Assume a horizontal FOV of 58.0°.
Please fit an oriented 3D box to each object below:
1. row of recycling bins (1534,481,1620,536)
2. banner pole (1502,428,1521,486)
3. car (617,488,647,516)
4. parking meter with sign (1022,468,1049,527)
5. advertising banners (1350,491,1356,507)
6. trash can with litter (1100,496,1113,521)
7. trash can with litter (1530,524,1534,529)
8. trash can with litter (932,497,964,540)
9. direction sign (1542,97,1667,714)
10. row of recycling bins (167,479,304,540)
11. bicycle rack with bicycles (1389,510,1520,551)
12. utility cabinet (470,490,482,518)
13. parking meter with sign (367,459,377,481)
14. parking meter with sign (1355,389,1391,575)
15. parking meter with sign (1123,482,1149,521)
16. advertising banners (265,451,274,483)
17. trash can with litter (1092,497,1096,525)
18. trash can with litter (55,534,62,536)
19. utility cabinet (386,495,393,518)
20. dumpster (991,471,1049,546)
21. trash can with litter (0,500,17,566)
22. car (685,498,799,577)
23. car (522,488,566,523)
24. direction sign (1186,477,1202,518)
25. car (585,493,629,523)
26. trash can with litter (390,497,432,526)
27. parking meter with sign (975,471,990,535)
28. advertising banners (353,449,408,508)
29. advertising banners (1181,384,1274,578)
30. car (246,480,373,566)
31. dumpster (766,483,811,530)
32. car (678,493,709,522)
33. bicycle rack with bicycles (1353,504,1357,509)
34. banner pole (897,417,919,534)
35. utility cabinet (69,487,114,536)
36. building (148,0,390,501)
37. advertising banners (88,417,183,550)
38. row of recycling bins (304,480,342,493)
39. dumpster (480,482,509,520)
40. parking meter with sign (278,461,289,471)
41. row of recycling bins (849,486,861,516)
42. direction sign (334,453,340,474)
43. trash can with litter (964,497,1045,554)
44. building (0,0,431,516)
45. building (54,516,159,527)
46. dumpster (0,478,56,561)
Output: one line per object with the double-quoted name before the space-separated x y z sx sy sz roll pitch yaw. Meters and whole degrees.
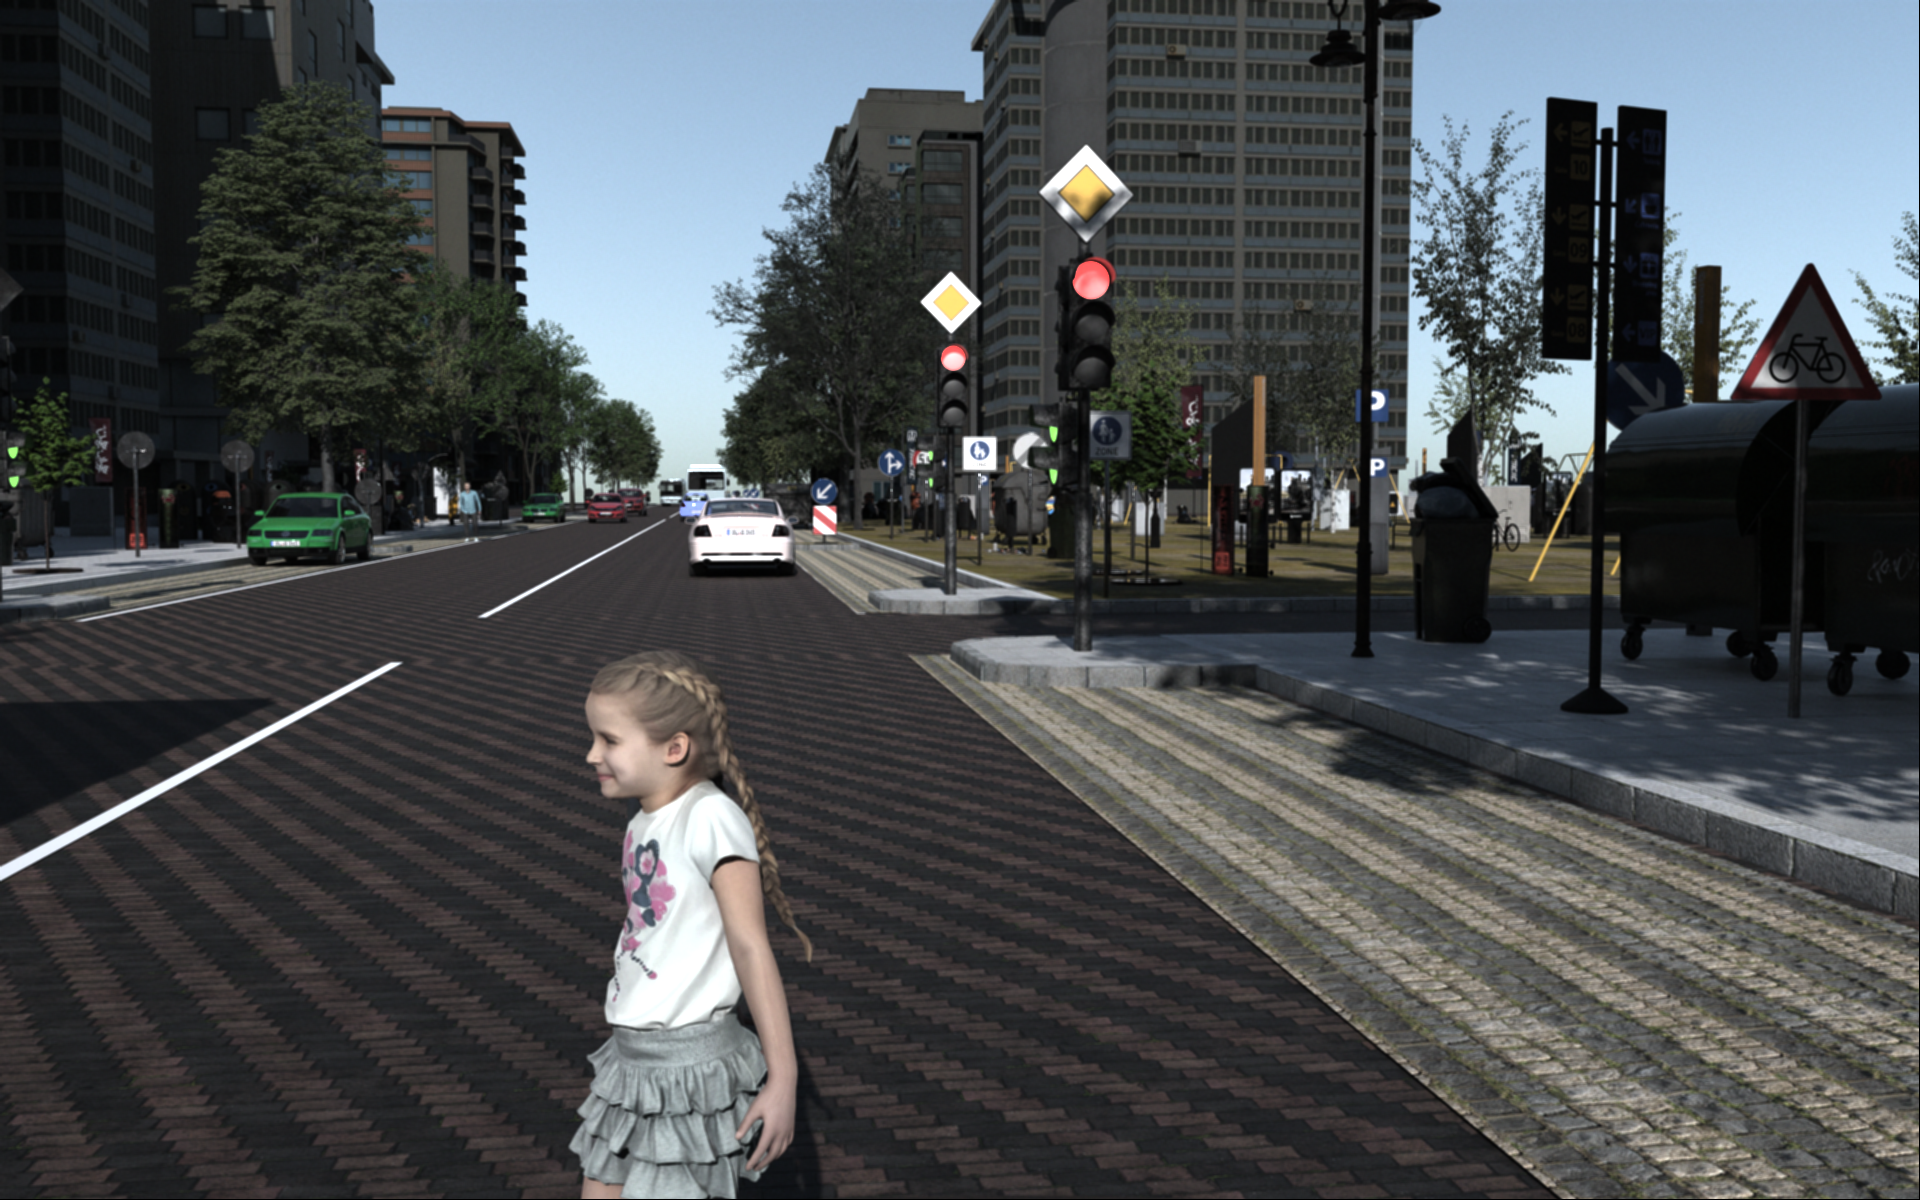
"row of recycling bins" 19.486 -2.890 54.362 1.069 1.692 3.534 -2 4 -29
"banner pole" 20.734 -4.606 65.326 0.863 3.779 0.401 1 4 14
"car" -21.553 -6.378 112.956 2.281 1.827 5.304 0 4 -7
"parking meter with sign" 3.022 -4.293 66.458 1.738 3.016 0.543 -3 4 -38
"advertising banners" 20.325 -5.729 89.861 2.074 3.025 0.090 -1 4 -22
"trash can with litter" 6.933 -4.407 83.441 1.055 1.170 0.624 -1 4 -18
"trash can with litter" 19.970 -3.195 63.298 2.233 1.210 1.678 2 4 32
"trash can with litter" 0.015 -2.321 49.013 1.678 1.210 2.233 -2 4 -32
"direction sign" 3.759 -1.111 10.158 0.876 3.537 0.379 -2 4 -23
"row of recycling bins" -20.556 -2.550 48.813 3.534 1.692 1.069 0 4 -1
"bicycle rack with bicycles" 11.188 -1.612 39.741 2.852 0.926 2.925 0 4 -5
"utility cabinet" -26.229 -5.195 93.616 1.173 1.500 0.318 3 5 41
"parking meter with sign" -28.703 -5.390 84.389 0.543 3.016 1.738 -2 4 -29
"parking meter with sign" 6.703 -1.944 28.046 0.543 3.016 1.738 1 4 10
"parking meter with sign" 8.224 -5.273 82.476 1.738 3.016 0.543 -1 4 -23
"advertising banners" -28.164 -4.477 69.388 0.090 3.025 2.074 1 4 19
"trash can with litter" 5.003 -3.616 70.501 1.055 1.170 0.624 1 4 19
"trash can with litter" -28.516 -2.566 53.012 2.233 1.210 1.678 2 4 25
"utility cabinet" -30.101 -4.901 91.299 1.020 1.237 0.306 -2 4 -25
"dumpster" 1.545 -2.327 43.810 1.264 1.857 1.865 0 4 -8
"trash can with litter" -17.348 -1.190 30.841 1.055 1.170 0.624 1 4 20
"car" -3.970 -1.174 31.556 2.083 1.381 4.827 0 4 -7
"car" -20.486 -4.678 85.288 1.959 1.807 4.718 0 4 -8
"direction sign" 12.825 -6.289 94.827 0.876 3.537 0.379 1 4 14
"car" -17.718 -4.773 87.080 2.155 1.783 4.494 -1 4 -9
"trash can with litter" -22.451 -3.628 70.380 2.233 1.210 1.678 -3 5 -40
"parking meter with sign" 0.685 -3.569 54.621 0.543 3.016 1.738 0 4 -3
"advertising banners" -22.335 -4.316 66.748 2.074 3.025 0.090 0 3 0
"advertising banners" 4.162 -1.897 27.201 0.090 3.025 2.074 -2 4 -35
"car" -13.388 -1.652 35.808 1.959 1.807 4.718 0 4 -8
"dumpster" -6.847 -3.715 68.956 1.865 1.857 1.264 0 4 -7
"car" -13.972 -5.027 91.777 1.945 1.707 3.694 0 4 -8
"bicycle rack with bicycles" 16.837 -3.591 72.088 2.925 0.926 2.852 0 4 1
"banner pole" -1.681 -4.059 56.383 0.863 3.779 0.401 -3 5 -39
"utility cabinet" -26.206 -2.666 52.270 1.173 1.500 0.318 0 4 -6
"building" -50.970 -31.474 103.844 28.713 52.752 27.495 0 4 -8
"advertising banners" -18.998 -2.676 39.933 0.090 3.025 2.074 3 5 41
"row of recycling bins" -19.817 -2.719 51.572 1.069 1.692 3.534 2 4 26
"dumpster" -23.001 -4.878 85.517 1.264 1.857 1.865 0 4 -8
"parking meter with sign" -35.594 -5.855 91.989 0.543 3.016 1.738 0 4 -1
"row of recycling bins" -5.789 -5.251 92.967 1.069 1.692 3.534 0 4 -3
"direction sign" -32.166 -5.961 89.456 0.379 3.537 0.876 0 4 -3
"trash can with litter" 1.040 -1.636 37.805 1.678 1.210 2.233 0 4 -3
"building" -57.267 -26.843 130.761 32.217 40.220 23.993 0 4 -8
"building" -47.800 -23.162 70.578 32.217 40.220 23.993 0 4 -8
"dumpster" -18.654 -1.722 33.909 1.264 1.857 1.865 0 4 -8
